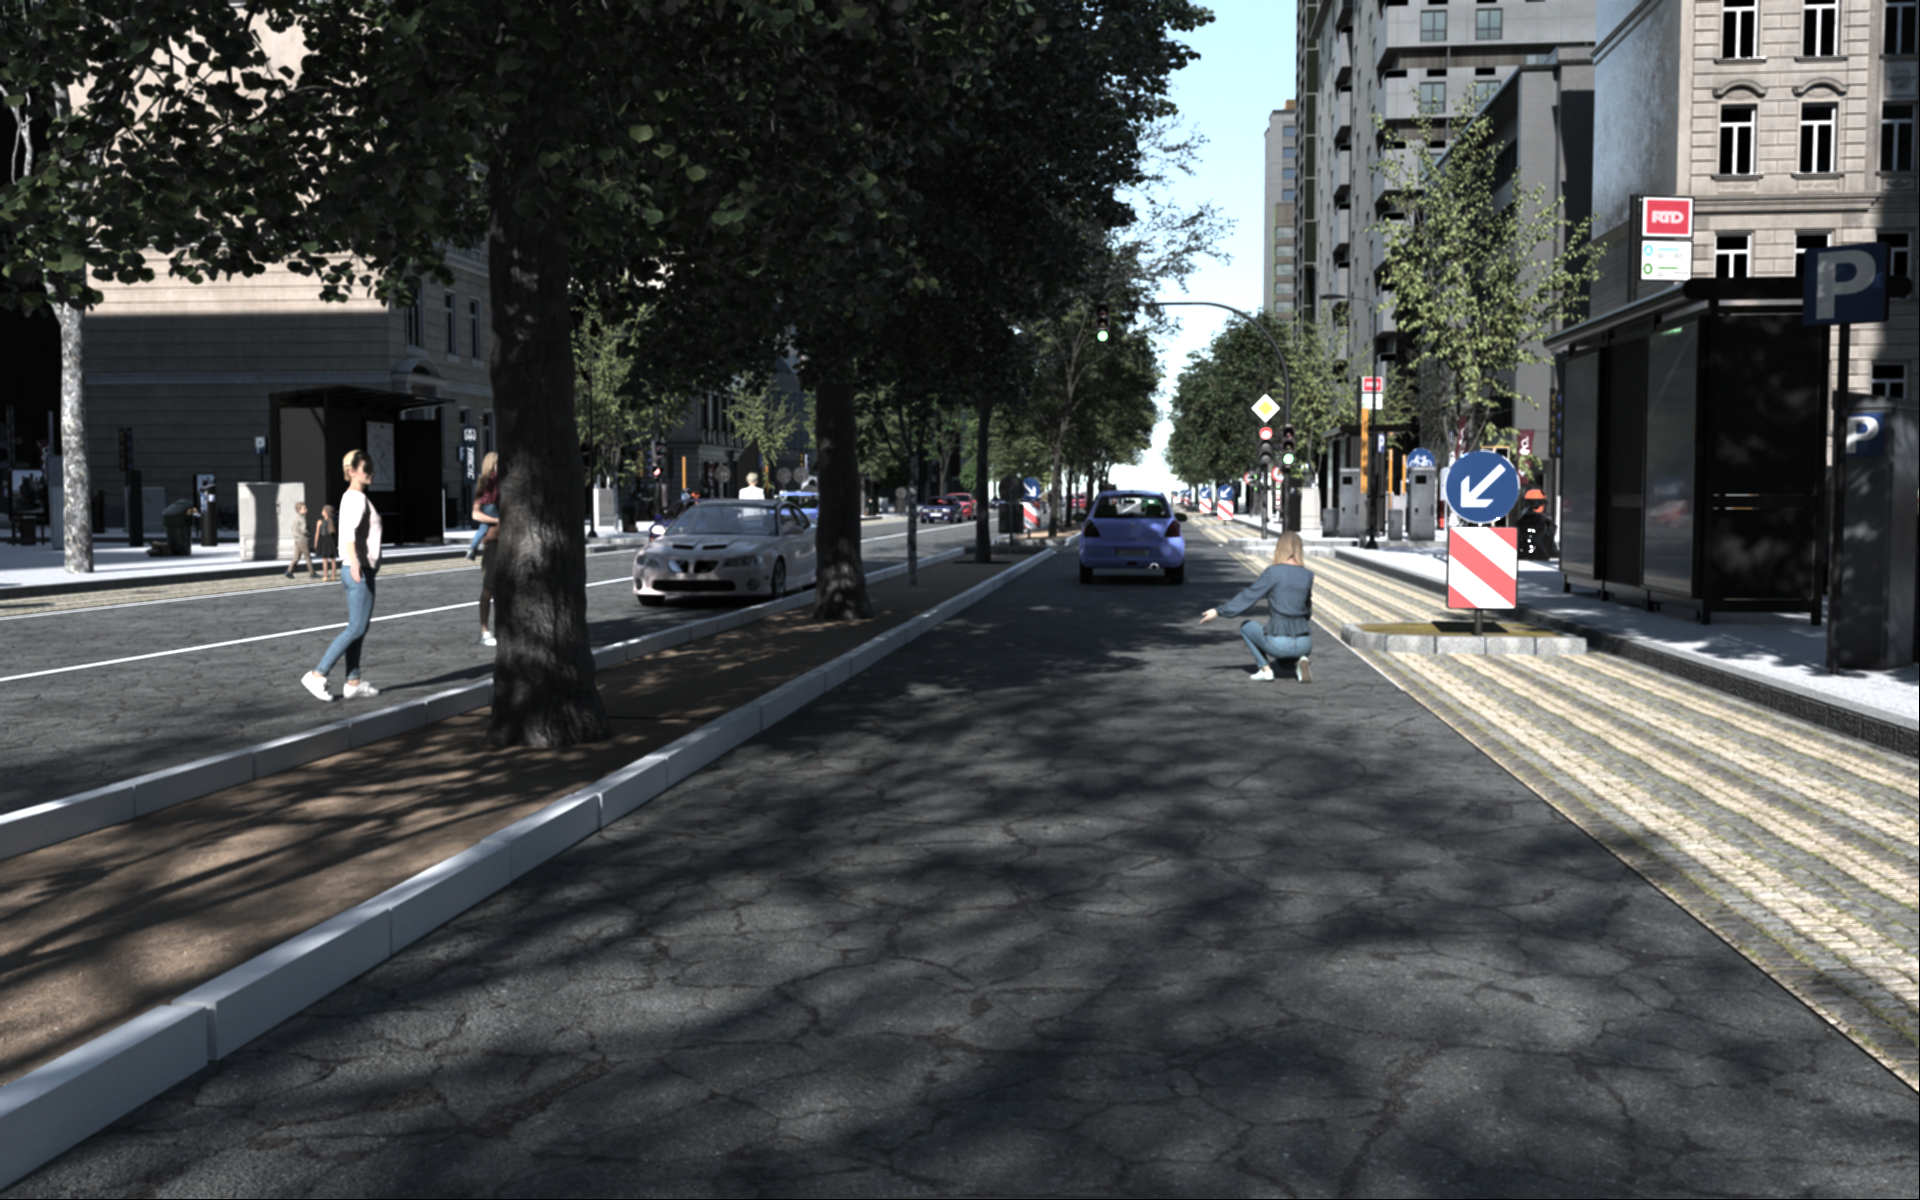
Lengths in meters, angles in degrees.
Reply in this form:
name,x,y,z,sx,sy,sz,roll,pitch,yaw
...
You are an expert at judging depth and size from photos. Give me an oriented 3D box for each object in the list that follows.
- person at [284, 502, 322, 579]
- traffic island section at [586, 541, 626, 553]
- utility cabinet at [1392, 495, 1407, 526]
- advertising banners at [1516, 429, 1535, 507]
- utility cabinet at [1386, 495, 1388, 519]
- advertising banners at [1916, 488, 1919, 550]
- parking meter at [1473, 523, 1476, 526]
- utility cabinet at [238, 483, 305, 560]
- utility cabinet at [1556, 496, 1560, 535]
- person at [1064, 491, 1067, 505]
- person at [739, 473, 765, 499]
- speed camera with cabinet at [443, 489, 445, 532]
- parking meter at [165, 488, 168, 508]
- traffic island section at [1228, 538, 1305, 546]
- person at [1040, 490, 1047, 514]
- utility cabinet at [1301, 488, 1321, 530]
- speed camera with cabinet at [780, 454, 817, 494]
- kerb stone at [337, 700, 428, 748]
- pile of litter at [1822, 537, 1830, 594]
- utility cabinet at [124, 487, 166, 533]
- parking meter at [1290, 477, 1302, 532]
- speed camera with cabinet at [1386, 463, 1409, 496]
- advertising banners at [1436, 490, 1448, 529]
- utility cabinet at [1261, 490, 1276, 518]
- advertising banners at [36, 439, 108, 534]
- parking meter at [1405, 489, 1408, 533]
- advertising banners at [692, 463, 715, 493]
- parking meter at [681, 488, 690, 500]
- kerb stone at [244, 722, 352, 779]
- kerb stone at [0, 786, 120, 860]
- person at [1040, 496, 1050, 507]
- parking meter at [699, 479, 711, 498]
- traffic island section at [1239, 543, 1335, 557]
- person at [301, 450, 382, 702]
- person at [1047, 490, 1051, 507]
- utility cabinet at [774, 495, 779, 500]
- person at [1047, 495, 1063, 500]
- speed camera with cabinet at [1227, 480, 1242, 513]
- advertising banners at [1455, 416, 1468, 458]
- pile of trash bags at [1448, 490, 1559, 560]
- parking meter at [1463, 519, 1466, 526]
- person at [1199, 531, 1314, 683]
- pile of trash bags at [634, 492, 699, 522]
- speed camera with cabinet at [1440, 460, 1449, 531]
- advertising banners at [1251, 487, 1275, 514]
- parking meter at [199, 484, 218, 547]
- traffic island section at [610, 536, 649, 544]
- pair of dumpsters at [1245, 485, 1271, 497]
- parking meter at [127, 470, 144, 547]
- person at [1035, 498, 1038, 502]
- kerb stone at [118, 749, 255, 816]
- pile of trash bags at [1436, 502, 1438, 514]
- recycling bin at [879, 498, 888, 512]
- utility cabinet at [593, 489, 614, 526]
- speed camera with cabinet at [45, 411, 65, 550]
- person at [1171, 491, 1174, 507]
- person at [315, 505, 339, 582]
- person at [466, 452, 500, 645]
name,x,y,z,sx,sy,sz,roll,pitch,yaw
person,-11.123,-1.007,29.235,0.475,1.303,0.640,2,4,35
traffic island section,-9.760,-1.262,42.908,2.009,0.180,2.903,0,4,6
utility cabinet,18.109,-3.646,70.778,0.306,1.237,1.020,-2,4,-24
advertising banners,14.879,-3.151,47.707,0.090,3.025,2.074,-3,4,-39
utility cabinet,22.021,-4.765,89.069,0.306,1.237,1.020,-2,4,-30
advertising banners,19.819,-2.506,37.154,2.074,3.025,0.090,0,4,5
parking meter,8.544,-1.210,28.199,0.372,1.533,0.369,0,3,0
utility cabinet,-13.296,-1.516,33.473,1.173,1.500,0.318,-2,4,-25
utility cabinet,19.293,-2.698,55.280,0.306,1.237,1.020,2,4,30
person,14.175,-13.543,229.798,0.709,1.838,0.599,0,4,5
person,-3.930,-1.507,33.013,0.514,1.842,0.818,-2,4,-24
speed camera with cabinet,-17.883,-3.836,57.052,0.660,3.252,2.038,2,4,24
parking meter,-38.910,-4.640,84.283,0.372,1.533,0.369,0,3,0
traffic island section,8.608,-1.628,48.893,2.009,0.180,2.903,0,4,6
person,5.998,-7.068,123.972,0.656,1.842,0.836,2,4,26
utility cabinet,12.388,-3.264,62.052,0.318,1.500,1.173,-3,4,-36
speed camera with cabinet,-7.968,-5.577,85.516,0.660,3.252,2.038,3,5,41
kerb stone,-3.405,0.735,10.173,0.120,0.150,1.000,0,4,6
pile of litter,11.017,-0.480,21.812,1.176,0.858,1.719,-1,4,-14
utility cabinet,-26.621,-2.931,56.603,1.173,1.500,0.318,-3,4,-37
parking meter,11.318,-3.229,58.510,0.255,1.863,0.399,-3,4,-38
speed camera with cabinet,26.473,-6.799,105.495,2.038,3.252,0.660,1,4,12
advertising banners,17.767,-4.133,63.756,0.090,3.025,2.074,-2,4,-34
utility cabinet,16.197,-5.060,91.403,0.318,1.500,1.173,0,4,-6
advertising banners,-28.543,-3.639,55.689,0.090,3.025,2.074,3,5,45
parking meter,15.026,-3.010,57.631,0.372,1.533,0.369,0,3,0
advertising banners,-15.066,-6.335,99.768,2.074,3.025,0.090,-2,4,-28
parking meter,-11.861,-4.070,74.957,0.372,1.533,0.369,0,3,0
kerb stone,-3.516,0.801,9.147,0.120,0.150,1.000,0,4,6
kerb stone,-3.744,0.922,7.115,0.120,0.150,1.000,0,4,6
person,9.306,-11.044,189.772,1.217,1.736,0.721,-2,4,-30
parking meter,-9.975,-3.796,67.768,0.399,1.863,0.255,-3,4,-37
traffic island section,7.722,-1.142,40.957,2.009,0.180,2.903,0,4,6
person,-4.294,-0.177,12.071,0.598,1.740,0.731,-3,4,-38
person,9.954,-11.200,191.254,1.348,1.869,0.705,-1,4,-12
utility cabinet,-8.908,-4.696,87.934,1.020,1.237,0.306,0,4,8
person,7.678,-8.030,139.819,1.348,1.821,0.705,0,4,6
speed camera with cabinet,18.522,-7.494,116.866,0.660,3.252,2.038,1,4,21
advertising banners,11.458,-2.574,38.274,0.090,3.025,2.074,-1,4,-11
pile of trash bags,11.238,-1.542,34.961,1.912,1.369,3.447,2,4,31
parking meter,15.830,-2.949,53.932,0.255,1.863,0.399,1,4,20
person,2.359,0.041,13.322,1.012,1.151,0.738,-1,4,-11
pile of trash bags,-13.760,-4.377,81.312,3.447,1.369,1.912,0,4,-8
speed camera with cabinet,17.322,-3.948,58.882,0.660,3.252,2.038,-2,4,-35
advertising banners,19.615,-7.026,111.055,2.074,3.025,0.090,0,4,-4
parking meter,-18.426,-2.083,42.468,0.372,1.533,0.369,0,3,0
traffic island section,-8.874,-1.747,50.843,2.009,0.180,2.903,0,4,6
pair of dumpsters,20.455,-7.109,118.729,1.574,2.255,4.437,0,4,7
parking meter,-20.175,-2.242,42.372,0.255,1.863,0.399,-3,4,-38
person,6.641,-8.555,151.632,0.557,1.426,1.065,1,4,17
kerb stone,-3.637,0.860,8.132,0.120,0.150,1.000,0,4,6
pile of trash bags,23.311,-4.587,84.751,3.447,1.369,1.912,0,4,-7
recycling bin,-5.544,-6.713,122.316,0.722,1.027,0.722,3,5,43
utility cabinet,-14.227,-3.703,69.223,0.318,1.500,1.173,1,4,22
speed camera with cabinet,-21.137,-2.841,40.786,0.660,3.252,2.038,-2,4,-29
person,22.966,-10.871,186.944,0.721,1.736,1.217,1,4,11
person,-10.329,-0.921,28.221,0.362,1.253,0.373,-3,5,-41
person,-4.426,-0.495,16.568,0.573,1.828,0.580,-1,4,-11
